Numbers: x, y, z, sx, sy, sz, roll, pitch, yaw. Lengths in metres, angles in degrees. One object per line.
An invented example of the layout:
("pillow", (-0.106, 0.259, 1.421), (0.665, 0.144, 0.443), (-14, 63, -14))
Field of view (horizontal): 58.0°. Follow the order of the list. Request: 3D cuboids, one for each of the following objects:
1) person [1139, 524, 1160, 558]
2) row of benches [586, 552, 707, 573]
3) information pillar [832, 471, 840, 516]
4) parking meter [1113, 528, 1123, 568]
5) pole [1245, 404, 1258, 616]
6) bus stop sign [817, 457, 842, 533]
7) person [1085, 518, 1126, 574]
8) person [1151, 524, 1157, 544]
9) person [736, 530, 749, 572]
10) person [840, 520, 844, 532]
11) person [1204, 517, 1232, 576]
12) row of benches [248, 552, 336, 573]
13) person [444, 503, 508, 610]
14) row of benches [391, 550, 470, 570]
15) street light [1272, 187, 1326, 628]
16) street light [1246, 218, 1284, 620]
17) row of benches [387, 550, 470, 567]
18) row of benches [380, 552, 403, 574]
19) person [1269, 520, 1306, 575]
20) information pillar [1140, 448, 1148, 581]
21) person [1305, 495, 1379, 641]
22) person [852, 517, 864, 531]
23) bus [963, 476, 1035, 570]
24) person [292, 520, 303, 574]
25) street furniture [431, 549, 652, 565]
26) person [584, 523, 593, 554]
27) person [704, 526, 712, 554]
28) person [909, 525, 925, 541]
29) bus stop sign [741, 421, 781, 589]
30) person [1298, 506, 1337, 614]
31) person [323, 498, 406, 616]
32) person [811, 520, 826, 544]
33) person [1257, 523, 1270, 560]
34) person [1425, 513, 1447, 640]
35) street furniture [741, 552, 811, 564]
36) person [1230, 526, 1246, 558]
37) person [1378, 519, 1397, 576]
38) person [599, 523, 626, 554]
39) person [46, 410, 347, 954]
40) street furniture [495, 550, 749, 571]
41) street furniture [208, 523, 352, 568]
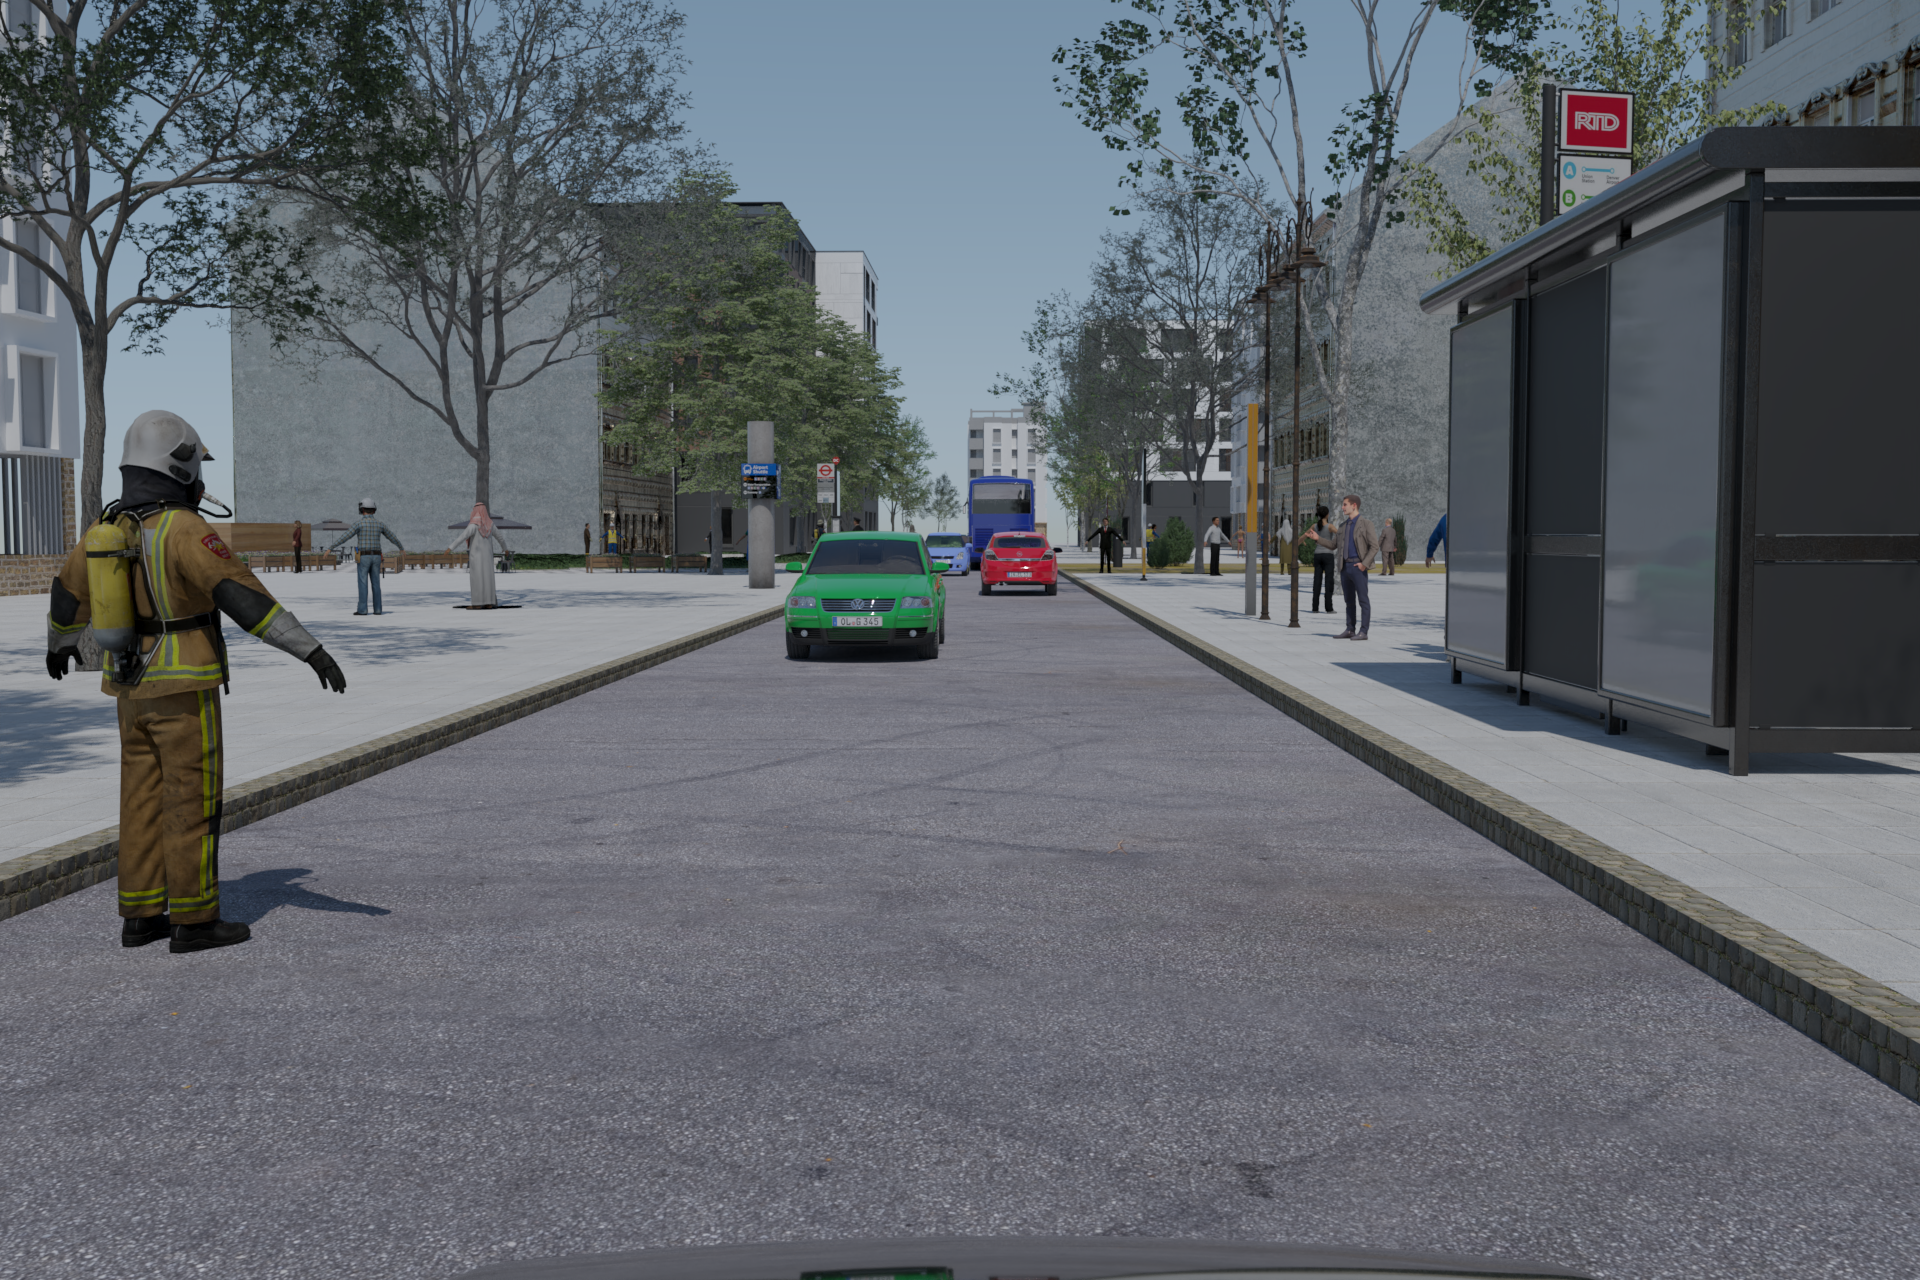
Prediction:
("person", (10.012, -5.213, 91.205), (1.349, 1.833, 0.705), (2, 4, 32))
("row of benches", (-10.314, -2.573, 57.539), (4.104, 0.672, 1.422), (-2, 4, -25))
("information pillar", (-4.631, -4.485, 64.640), (0.184, 3.620, 1.656), (0, 4, 1))
("parking meter", (6.048, -3.544, 66.347), (0.372, 1.533, 0.369), (0, 3, 0))
("pole", (4.576, -2.039, 27.184), (0.158, 3.312, 0.155), (0, 3, 0))
("bus stop sign", (-4.499, -4.354, 59.896), (0.855, 3.939, 0.416), (0, 4, 1))
("person", (4.723, -3.062, 56.256), (1.347, 1.806, 0.705), (0, 4, 8))
("person", (10.501, -5.336, 93.387), (0.704, 1.843, 1.345), (1, 4, 11))
("person", (-7.014, -3.207, 58.560), (1.347, 1.817, 0.704), (2, 4, 35))
("person", (-4.292, -3.355, 61.078), (0.704, 1.802, 1.346), (0, 4, 7))
("person", (7.823, -2.860, 52.914), (0.704, 1.810, 1.344), (3, 5, 45))
("row of benches", (-22.854, -2.697, 59.555), (1.422, 0.672, 4.104), (1, 4, 15))
("person", (-8.132, -1.417, 29.322), (0.704, 1.811, 1.347), (2, 4, 34))
("row of benches", (-19.204, -2.958, 63.819), (1.422, 0.672, 4.104), (2, 4, 28))
("street light", (4.586, -3.107, 23.591), (0.468, 5.910, 1.993), (0, 4, 1))
("street light", (4.563, -3.239, 25.748), (0.468, 5.910, 1.993), (0, 4, 1))
("row of benches", (-20.652, -3.207, 67.899), (4.104, 0.672, 1.422), (0, 4, 7))
("row of benches", (-18.967, -2.580, 57.642), (1.422, 0.672, 4.104), (-1, 4, -15))
("person", (10.239, -2.901, 54.204), (1.217, 1.736, 0.721), (2, 4, 32))
("information pillar", (5.057, -3.441, 47.610), (0.183, 3.616, 0.504), (0, 4, 1))
("person", (4.623, -0.881, 20.982), (0.750, 1.759, 0.617), (-1, 4, -16))
("person", (-3.416, -3.130, 57.103), (0.705, 1.837, 1.347), (2, 4, 33))
("bus", (1.576, -4.917, 71.934), (2.896, 3.916, 12.251), (0, 3, 0))
("person", (-21.614, -3.029, 56.328), (0.721, 1.729, 1.215), (-1, 4, -19))
("street furniture", (-17.817, -3.570, 73.989), (10.072, 0.657, 5.734), (0, 4, -6))
("person", (-18.036, -4.762, 83.990), (0.704, 1.812, 1.346), (-1, 4, -21))
("person", (-12.142, -4.749, 84.373), (0.721, 1.740, 1.216), (1, 4, 17))
("person", (-1.922, -3.709, 69.234), (1.348, 1.813, 0.705), (-1, 4, -13))
("bus stop sign", (-4.667, -3.159, 40.672), (0.837, 3.901, 0.837), (0, 4, 0))
("person", (5.912, -1.296, 27.997), (1.217, 1.737, 0.721), (3, 4, 36))
("person", (-9.356, -1.316, 27.354), (1.345, 1.849, 0.704), (-3, 5, -43))
("person", (-5.577, -3.898, 69.505), (0.705, 1.856, 1.354), (-3, 5, -44))
("person", (14.994, -4.872, 85.519), (0.705, 1.847, 1.347), (-1, 4, -22))
("person", (5.489, -0.796, 18.902), (0.705, 1.842, 1.347), (-2, 4, -25))
("street furniture", (-6.207, -3.663, 75.510), (10.072, 0.657, 5.734), (2, 4, 35))
("person", (14.909, -5.203, 91.873), (1.217, 1.733, 0.721), (2, 4, 26))
("person", (13.132, -2.861, 53.379), (0.990, 1.755, 0.434), (-3, 4, -37))
("person", (-15.691, -4.390, 78.240), (1.216, 1.772, 0.721), (-1, 4, -20))
("person", (-2.737, 0.134, 6.030), (1.354, 1.858, 0.705), (2, 4, 23))
("street furniture", (-11.989, -2.953, 63.911), (10.072, 0.657, 5.734), (-1, 4, -16))
("street furniture", (-29.221, -3.765, 68.414), (11.010, 1.723, 9.812), (1, 4, 14))
